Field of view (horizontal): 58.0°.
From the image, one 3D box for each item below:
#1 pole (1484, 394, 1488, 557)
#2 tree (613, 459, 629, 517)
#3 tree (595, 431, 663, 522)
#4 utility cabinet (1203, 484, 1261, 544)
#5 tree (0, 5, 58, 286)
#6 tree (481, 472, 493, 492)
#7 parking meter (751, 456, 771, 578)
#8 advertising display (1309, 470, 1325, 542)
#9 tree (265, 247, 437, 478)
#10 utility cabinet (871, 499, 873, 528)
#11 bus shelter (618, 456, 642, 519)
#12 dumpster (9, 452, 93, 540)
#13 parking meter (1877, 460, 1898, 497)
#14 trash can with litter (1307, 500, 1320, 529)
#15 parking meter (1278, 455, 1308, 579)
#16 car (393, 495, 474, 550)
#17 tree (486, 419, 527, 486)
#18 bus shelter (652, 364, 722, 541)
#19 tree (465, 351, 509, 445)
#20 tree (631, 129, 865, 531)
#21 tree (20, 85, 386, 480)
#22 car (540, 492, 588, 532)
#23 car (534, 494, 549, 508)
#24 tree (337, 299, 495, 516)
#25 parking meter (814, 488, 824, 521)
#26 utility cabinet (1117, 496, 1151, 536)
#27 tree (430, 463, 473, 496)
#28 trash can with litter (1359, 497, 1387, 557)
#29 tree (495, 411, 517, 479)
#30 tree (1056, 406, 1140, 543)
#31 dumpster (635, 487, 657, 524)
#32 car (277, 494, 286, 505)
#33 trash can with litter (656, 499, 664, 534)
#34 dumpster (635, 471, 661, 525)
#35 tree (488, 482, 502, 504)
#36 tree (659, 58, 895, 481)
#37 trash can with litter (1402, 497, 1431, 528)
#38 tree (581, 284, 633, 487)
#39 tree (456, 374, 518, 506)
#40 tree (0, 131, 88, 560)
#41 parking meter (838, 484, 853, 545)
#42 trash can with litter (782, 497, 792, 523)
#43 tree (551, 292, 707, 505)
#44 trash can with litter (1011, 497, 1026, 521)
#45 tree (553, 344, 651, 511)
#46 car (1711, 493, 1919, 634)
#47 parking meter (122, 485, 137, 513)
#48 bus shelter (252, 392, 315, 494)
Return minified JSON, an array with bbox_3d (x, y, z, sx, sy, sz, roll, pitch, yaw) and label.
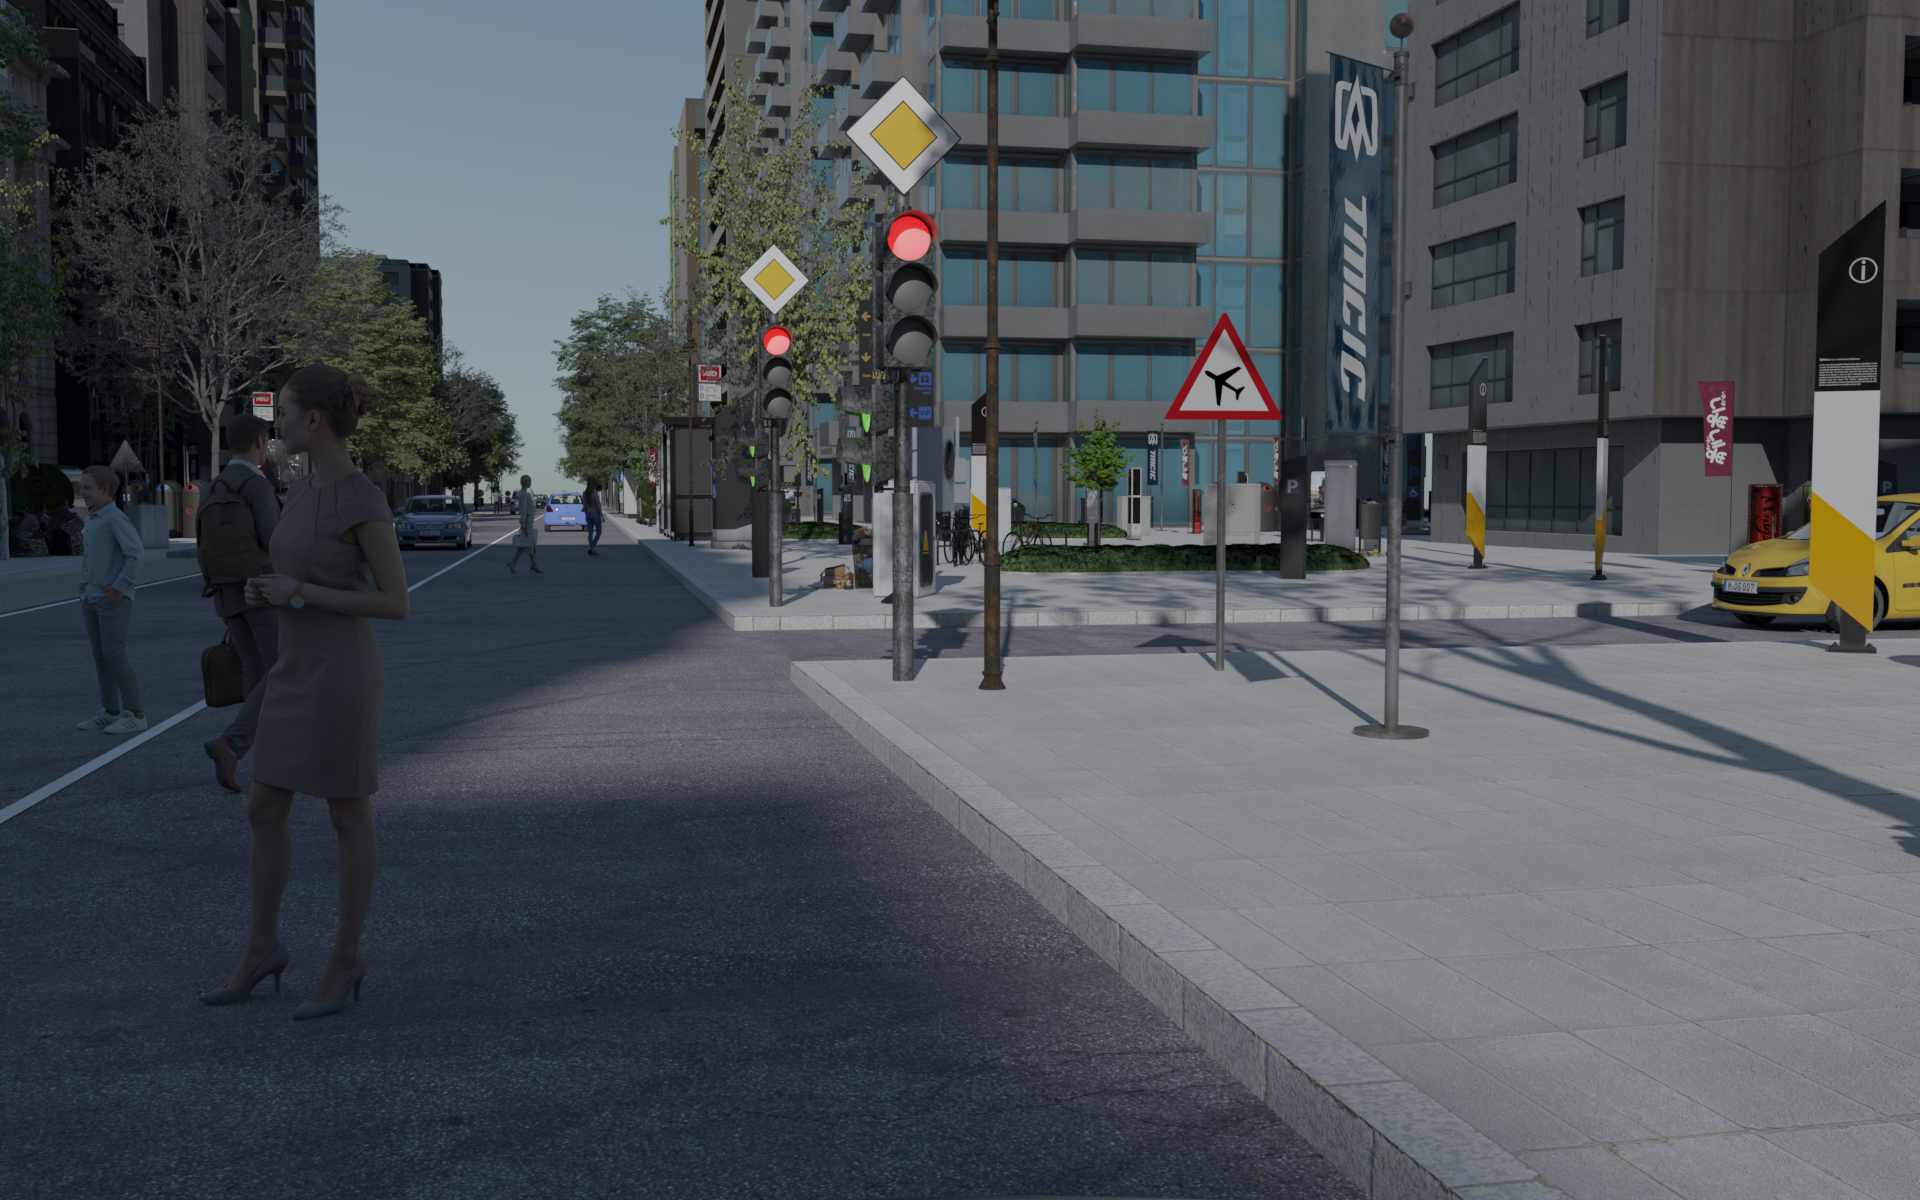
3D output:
[{"bbox_3d":[10.603,-2.530,35.202,0.158,3.312,0.155,0,3,0],"label":"pole"},{"bbox_3d":[-18.287,-6.157,95.266,1.663,3.219,1.824,0,3,0],"label":"tree"},{"bbox_3d":[-13.879,-5.903,80.227,4.285,4.588,4.351,0,3,0],"label":"tree"},{"bbox_3d":[5.726,-1.703,36.518,1.173,1.500,0.318,2,4,35],"label":"utility cabinet"},{"bbox_3d":[-16.413,-5.994,23.763,9.928,11.665,9.643,0,3,0],"label":"tree"},{"bbox_3d":[-58.900,-16.286,216.632,4.737,8.622,4.395,0,3,0],"label":"tree"},{"bbox_3d":[-3.032,-1.281,26.660,0.255,1.863,0.399,1,4,14],"label":"parking meter"},{"bbox_3d":[9.797,-2.505,46.176,0.974,1.923,0.123,2,4,32],"label":"advertising display"},{"bbox_3d":[-28.356,-9.921,80.330,7.486,12.596,7.792,0,3,0],"label":"tree"},{"bbox_3d":[-1.257,-1.008,27.647,0.306,1.237,1.020,0,4,-5],"label":"utility cabinet"},{"bbox_3d":[-16.179,-5.719,87.433,2.014,3.302,5.546,-1,4,-12],"label":"bus shelter"},{"bbox_3d":[-21.112,-2.308,40.230,1.502,2.255,1.985,-1,4,-12],"label":"dumpster"},{"bbox_3d":[15.531,-1.435,29.181,0.399,1.863,0.255,0,4,-8],"label":"parking meter"},{"bbox_3d":[12.842,-3.159,63.031,0.624,1.170,1.055,0,4,7],"label":"trash can with litter"},{"bbox_3d":[5.022,-1.250,26.143,0.399,1.863,0.255,1,4,22],"label":"parking meter"},{"bbox_3d":[-13.848,-2.060,45.688,2.014,1.417,4.499,-1,4,-13],"label":"car"},{"bbox_3d":[-63.851,-19.181,239.364,9.928,11.665,9.643,0,3,0],"label":"tree"},{"bbox_3d":[-7.894,-4.492,51.074,2.179,5.291,8.768,-1,4,-12],"label":"bus shelter"},{"bbox_3d":[-38.961,-13.404,129.524,12.009,13.543,11.850,0,3,0],"label":"tree"},{"bbox_3d":[-3.981,-5.224,35.774,4.360,8.622,3.978,0,3,0],"label":"tree"},{"bbox_3d":[-22.669,-8.686,52.392,12.009,13.543,11.850,0,3,0],"label":"tree"},{"bbox_3d":[-15.193,-3.499,66.803,1.945,1.707,3.694,-1,4,-14],"label":"car"},{"bbox_3d":[-40.020,-9.507,165.225,2.009,1.686,4.222,-1,4,-14],"label":"car"},{"bbox_3d":[-33.566,-11.311,101.944,9.611,12.733,9.660,0,3,0],"label":"tree"},{"bbox_3d":[-5.517,-3.623,67.648,0.372,1.533,0.369,0,3,0],"label":"parking meter"},{"bbox_3d":[5.265,-2.530,52.534,1.020,1.237,0.306,-2,4,-25],"label":"utility cabinet"},{"bbox_3d":[-42.737,-9.895,145.494,4.285,4.588,4.351,0,3,0],"label":"tree"},{"bbox_3d":[8.095,-1.514,35.818,2.233,1.210,1.678,-2,4,-23],"label":"trash can with litter"},{"bbox_3d":[-44.705,-14.576,155.322,9.611,12.733,9.660,0,3,0],"label":"tree"},{"bbox_3d":[3.045,-2.668,38.224,1.663,3.219,1.824,0,3,0],"label":"tree"},{"bbox_3d":[-13.515,-4.268,75.536,1.264,1.857,1.865,-1,4,-12],"label":"dumpster"},{"bbox_3d":[-10.533,-0.947,27.279,2.131,1.459,4.920,-1,4,-12],"label":"car"},{"bbox_3d":[-9.617,-2.739,56.171,0.624,1.170,1.055,-1,4,-19],"label":"trash can with litter"},{"bbox_3d":[-12.682,-4.239,71.800,1.502,2.255,1.985,-1,4,-12],"label":"dumpster"},{"bbox_3d":[-61.345,-14.312,228.603,1.663,3.219,1.824,0,3,0],"label":"tree"},{"bbox_3d":[-3.048,-4.882,30.176,4.737,8.622,4.395,0,3,0],"label":"tree"},{"bbox_3d":[16.254,-3.085,61.831,1.055,1.170,0.624,0,4,-3],"label":"trash can with litter"},{"bbox_3d":[-10.576,-6.654,59.159,4.360,8.622,3.978,0,3,0],"label":"tree"},{"bbox_3d":[-51.480,-16.955,183.873,9.857,13.997,8.962,0,3,0],"label":"tree"},{"bbox_3d":[-18.652,-5.065,33.167,4.737,8.622,4.395,0,3,0],"label":"tree"},{"bbox_3d":[-2.904,-2.179,44.045,0.372,1.533,0.369,0,3,0],"label":"parking meter"},{"bbox_3d":[-5.917,-2.948,59.580,0.624,1.170,1.055,-2,4,-34],"label":"trash can with litter"},{"bbox_3d":[-20.650,-12.302,107.796,9.857,13.997,8.962,0,3,0],"label":"tree"},{"bbox_3d":[2.073,-2.738,56.146,1.055,1.170,0.624,0,4,-7],"label":"trash can with litter"},{"bbox_3d":[-25.909,-13.080,130.857,9.611,12.733,9.660,0,3,0],"label":"tree"},{"bbox_3d":[10.129,-0.517,18.685,3.980,1.641,2.015,-1,4,-14],"label":"car"},{"bbox_3d":[-22.850,-2.403,47.693,0.372,1.533,0.369,0,3,0],"label":"parking meter"},{"bbox_3d":[-27.179,-5.694,70.721,2.179,5.291,8.768,-1,4,-12],"label":"bus shelter"}]
